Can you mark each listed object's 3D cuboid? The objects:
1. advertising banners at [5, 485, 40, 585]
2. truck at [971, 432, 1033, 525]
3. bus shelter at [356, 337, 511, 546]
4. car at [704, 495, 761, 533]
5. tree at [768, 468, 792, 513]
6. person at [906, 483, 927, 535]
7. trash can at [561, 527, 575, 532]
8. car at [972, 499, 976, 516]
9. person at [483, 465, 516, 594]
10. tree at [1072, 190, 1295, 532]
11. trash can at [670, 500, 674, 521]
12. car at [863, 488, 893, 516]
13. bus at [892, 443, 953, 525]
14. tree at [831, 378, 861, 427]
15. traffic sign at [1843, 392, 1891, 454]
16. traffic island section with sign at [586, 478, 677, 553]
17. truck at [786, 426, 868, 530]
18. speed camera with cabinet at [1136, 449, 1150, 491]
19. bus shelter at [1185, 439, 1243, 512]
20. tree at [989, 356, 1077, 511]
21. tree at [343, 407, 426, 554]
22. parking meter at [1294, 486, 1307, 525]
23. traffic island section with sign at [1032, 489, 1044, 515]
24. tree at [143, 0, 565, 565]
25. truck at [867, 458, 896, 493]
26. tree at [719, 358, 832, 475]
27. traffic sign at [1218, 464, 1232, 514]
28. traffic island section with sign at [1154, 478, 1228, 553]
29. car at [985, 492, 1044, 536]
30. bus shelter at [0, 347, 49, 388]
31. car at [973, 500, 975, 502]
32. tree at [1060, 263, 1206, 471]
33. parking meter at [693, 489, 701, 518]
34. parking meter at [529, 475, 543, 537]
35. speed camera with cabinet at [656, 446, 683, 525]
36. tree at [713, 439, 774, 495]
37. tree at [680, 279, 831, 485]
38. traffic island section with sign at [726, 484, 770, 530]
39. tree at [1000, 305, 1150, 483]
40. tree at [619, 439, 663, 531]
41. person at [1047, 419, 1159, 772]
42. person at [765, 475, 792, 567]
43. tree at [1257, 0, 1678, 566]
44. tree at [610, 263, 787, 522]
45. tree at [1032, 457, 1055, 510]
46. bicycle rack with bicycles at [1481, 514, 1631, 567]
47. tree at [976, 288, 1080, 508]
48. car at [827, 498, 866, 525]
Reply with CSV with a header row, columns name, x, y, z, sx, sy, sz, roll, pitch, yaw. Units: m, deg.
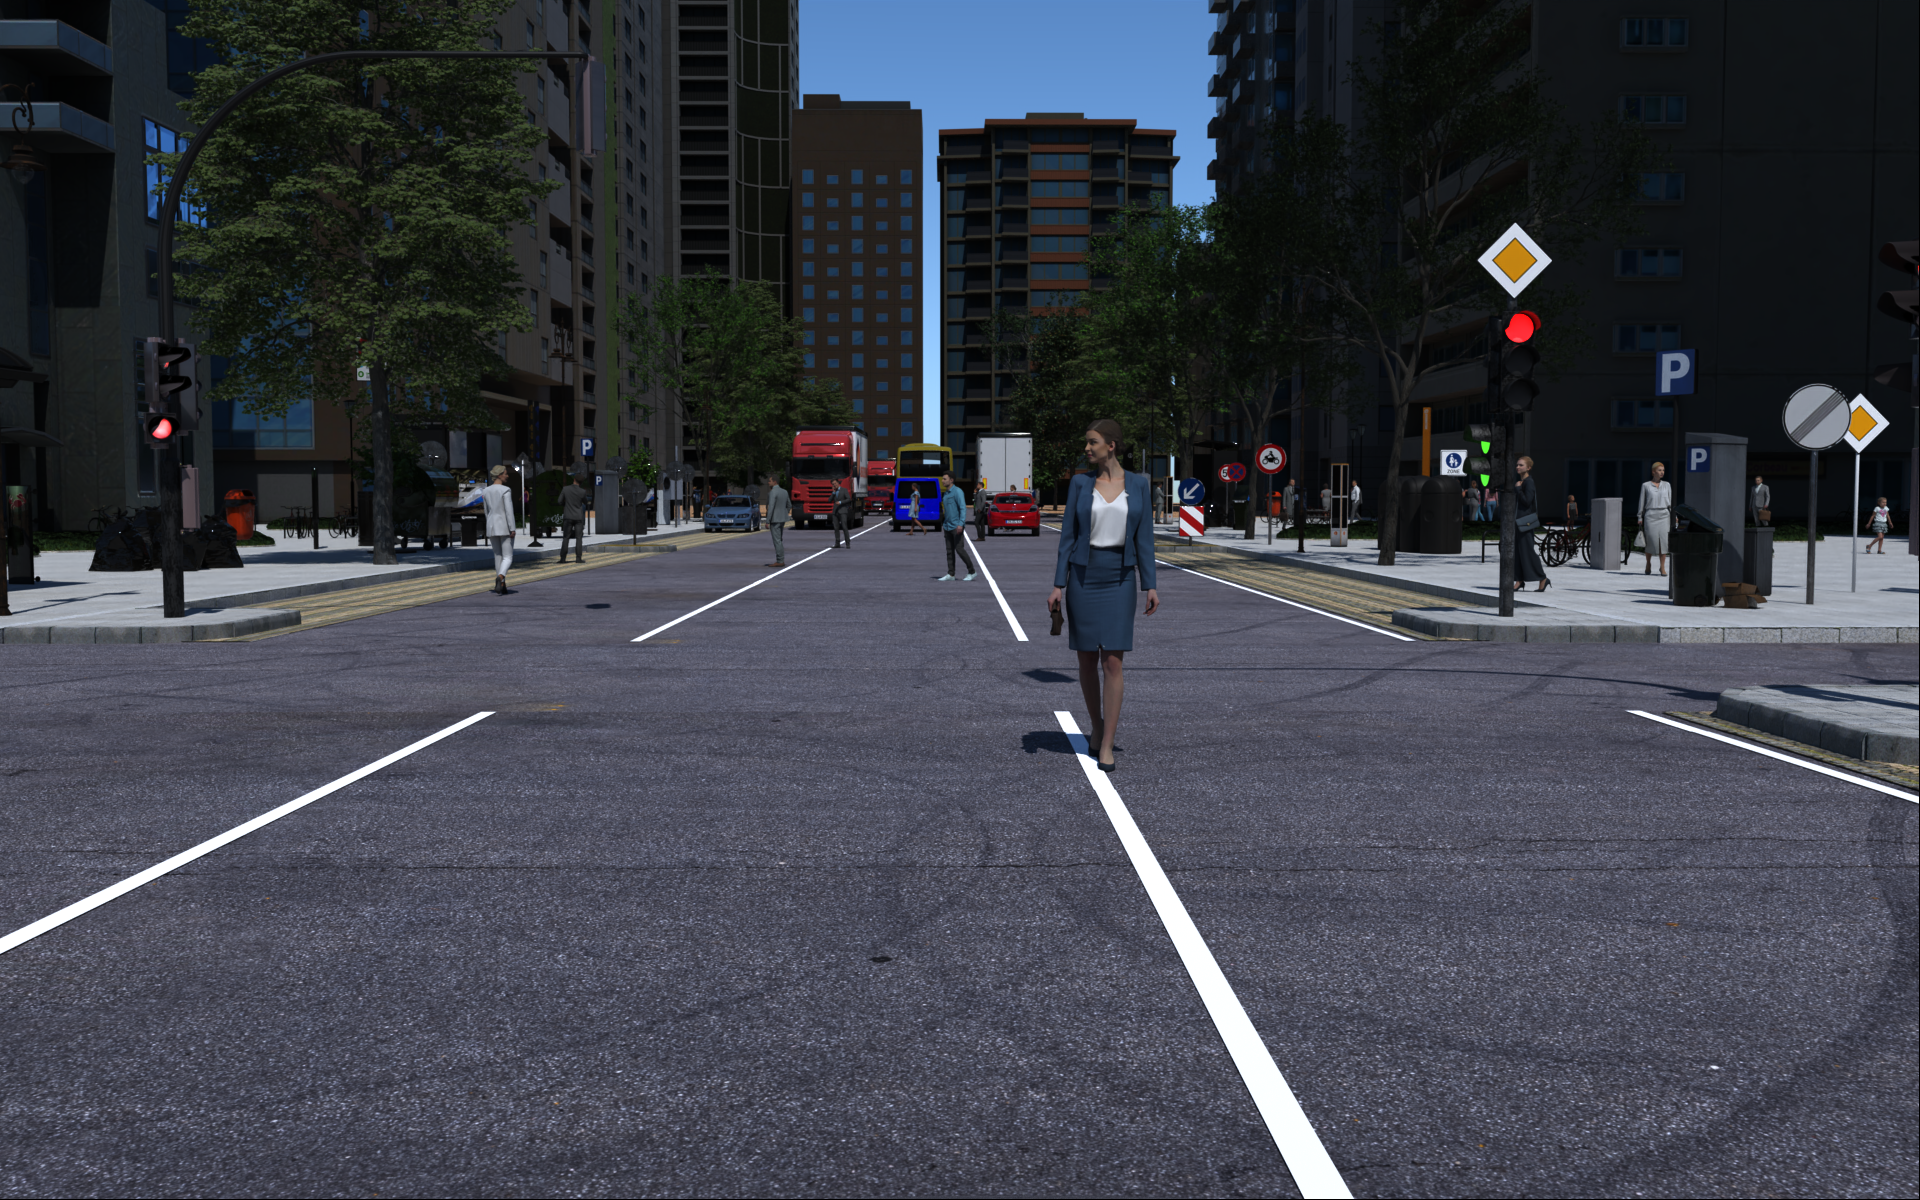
name,x,y,z,sx,sy,sz,roll,pitch,yaw
advertising banners,-14.028,-1.749,24.788,2.074,3.025,0.090,1,4,20
truck,2.013,-5.837,84.350,2.839,4.237,11.283,0,4,-1
bus shelter,-14.296,-4.231,46.807,2.179,5.291,8.768,0,4,-1
car,-8.533,-3.260,65.296,2.014,1.417,4.499,0,4,0
tree,-12.032,-7.540,117.873,1.663,3.219,1.824,0,3,0
person,-1.502,-3.141,59.950,0.778,1.811,0.616,1,4,17
trash can,-12.852,-2.781,57.131,0.748,1.137,0.748,0,3,0
car,1.818,-6.490,114.910,1.959,1.807,4.718,0,4,-1
person,-6.540,-0.990,24.565,0.514,1.842,0.818,0,4,4
tree,7.661,-8.127,58.635,9.928,11.665,9.643,0,3,0
trash can,-14.155,-4.423,83.973,0.748,1.137,0.748,0,3,0
car,-5.445,-6.540,115.594,2.281,1.827,5.304,0,4,-2
bus,-1.805,-5.600,83.114,2.896,3.916,12.252,0,4,-2
tree,-13.109,-15.327,168.718,7.486,12.596,7.792,0,3,0
traffic sign,11.674,-1.392,22.491,0.795,2.593,0.064,0,4,1
traffic island section with sign,-8.106,-2.102,43.002,1.989,1.847,2.006,0,4,-1
truck,-5.458,-5.153,73.170,2.839,4.237,11.283,0,4,0
speed camera with cabinet,7.515,-5.043,76.791,0.660,3.252,2.038,-3,5,-40
bus shelter,11.339,-5.277,77.562,1.731,3.624,6.357,0,4,0
tree,7.439,-13.578,132.374,12.009,13.543,11.850,0,3,0
tree,-12.498,-2.628,37.571,1.663,3.219,1.824,0,3,0
parking meter,10.109,-2.633,51.461,0.372,1.533,0.369,0,3,0
traffic island section with sign,4.770,-6.813,120.019,1.989,1.847,2.006,0,4,-1
tree,-10.662,-6.893,30.824,7.486,12.596,7.792,0,3,0
truck,-6.231,-9.127,138.140,2.839,4.237,11.283,0,4,-2
tree,-11.911,-10.831,111.503,8.767,10.594,7.601,1,4,8
traffic sign,11.412,-4.518,73.981,0.768,2.556,0.104,0,4,4
traffic island section with sign,5.521,-2.101,42.976,1.989,1.847,2.006,0,4,-1
car,1.854,-3.128,60.177,2.155,1.783,4.494,0,4,1
bus shelter,-13.084,-1.613,20.292,2.014,3.302,5.546,0,4,0
car,1.786,-5.359,96.665,2.155,1.783,4.494,0,4,1
tree,8.563,-10.217,85.175,7.486,12.596,7.792,0,3,0
parking meter,-13.920,-5.092,91.666,0.372,1.533,0.369,0,3,0
parking meter,-12.840,-2.856,52.411,0.255,1.863,0.399,1,4,15
speed camera with cabinet,-12.196,-4.721,71.530,0.660,3.252,2.038,-3,4,-38
tree,-12.142,-6.991,98.024,4.285,4.588,4.351,0,3,0
tree,-10.975,-10.589,91.251,7.486,12.596,7.792,0,3,0
traffic island section with sign,-8.371,-3.751,69.956,1.989,1.847,2.006,0,4,-1
tree,6.781,-11.533,105.567,9.611,12.733,9.660,0,3,0
tree,-11.260,-4.037,60.602,1.663,3.219,1.824,0,3,0
person,0.781,-0.040,9.185,0.581,1.822,0.654,1,4,19
person,-3.594,-1.561,34.117,0.391,1.810,0.635,1,4,18
tree,7.796,-5.875,30.474,8.767,10.594,7.601,-2,4,-28
tree,-11.803,-9.393,79.327,9.928,11.665,9.643,0,3,0
tree,6.845,-9.754,143.185,4.285,4.588,4.351,0,3,0
bicycle rack with bicycles,11.095,-1.122,31.720,2.925,0.926,2.852,-1,4,-21
tree,8.515,-18.432,157.246,12.611,20.169,13.585,0,3,0
car,-5.484,-4.425,82.570,2.015,1.641,3.980,0,4,-2
